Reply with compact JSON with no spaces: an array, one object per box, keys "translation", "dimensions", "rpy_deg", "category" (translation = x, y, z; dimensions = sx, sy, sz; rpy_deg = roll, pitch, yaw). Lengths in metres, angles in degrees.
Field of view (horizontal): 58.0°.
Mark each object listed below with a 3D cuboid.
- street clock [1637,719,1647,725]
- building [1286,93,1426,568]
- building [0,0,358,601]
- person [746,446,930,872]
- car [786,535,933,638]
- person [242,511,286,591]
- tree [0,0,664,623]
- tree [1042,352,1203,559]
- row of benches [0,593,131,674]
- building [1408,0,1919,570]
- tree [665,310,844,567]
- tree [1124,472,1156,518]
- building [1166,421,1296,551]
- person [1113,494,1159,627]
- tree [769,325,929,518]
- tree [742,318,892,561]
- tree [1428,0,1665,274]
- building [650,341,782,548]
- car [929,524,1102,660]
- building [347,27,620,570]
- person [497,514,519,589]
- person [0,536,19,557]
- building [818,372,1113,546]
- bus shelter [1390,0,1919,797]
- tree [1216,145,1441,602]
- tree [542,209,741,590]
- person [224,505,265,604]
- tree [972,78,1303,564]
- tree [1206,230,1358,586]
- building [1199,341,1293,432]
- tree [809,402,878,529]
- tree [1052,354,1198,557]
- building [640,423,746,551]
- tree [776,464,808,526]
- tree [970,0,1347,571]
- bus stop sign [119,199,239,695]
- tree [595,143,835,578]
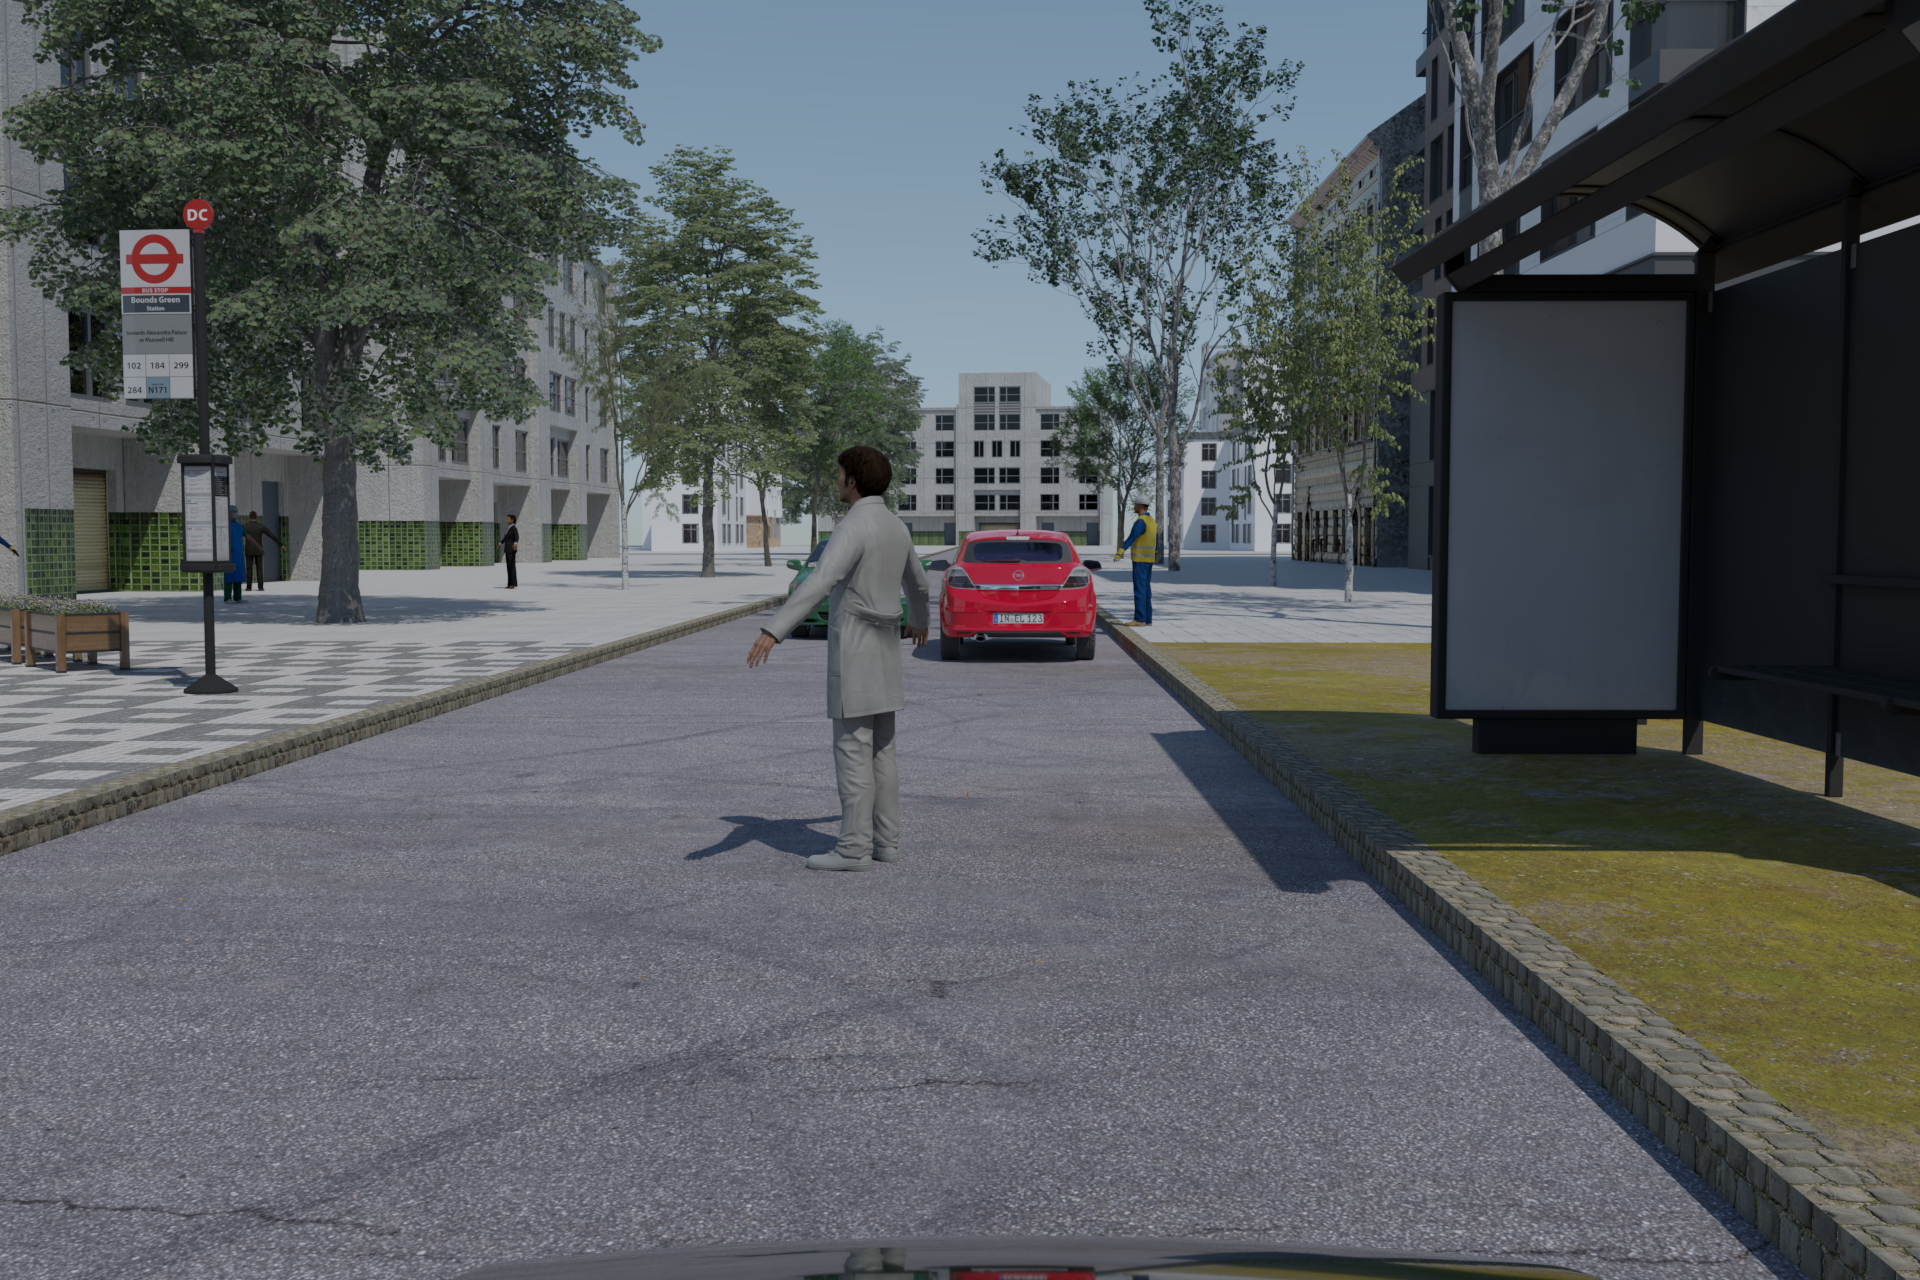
[{"translation":[4.525,-0.434,11.665],"dimensions":[0.358,2.002,0.471],"rpy_deg":[0,4,2],"category":"street clock"},{"translation":[25.289,-14.903,74.587],"dimensions":[19.493,23.208,18.063],"rpy_deg":[0,4,1],"category":"building"},{"translation":[-25.477,-10.097,31.547],"dimensions":[16.747,18.905,31.486],"rpy_deg":[0,4,2],"category":"building"},{"translation":[-0.439,0.071,7.479],"dimensions":[0.705,1.806,1.347],"rpy_deg":[2,4,29],"category":"person"},{"translation":[-1.416,-0.837,25.487],"dimensions":[2.131,1.459,4.920],"rpy_deg":[0,4,1],"category":"car"},{"translation":[-15.896,-2.004,38.992],"dimensions":[1.346,1.802,0.704],"rpy_deg":[-2,4,-24],"category":"person"},{"translation":[-9.106,-7.226,24.799],"dimensions":[9.857,13.997,8.962],"rpy_deg":[0,3,0],"category":"tree"},{"translation":[8.253,-9.453,88.968],"dimensions":[8.767,10.594,7.601],"rpy_deg":[1,4,11],"category":"tree"},{"translation":[-9.342,-0.124,17.485],"dimensions":[1.422,0.672,4.104],"rpy_deg":[-3,5,-43],"category":"row of benches"},{"translation":[26.861,-12.434,47.269],"dimensions":[27.936,21.610,32.646],"rpy_deg":[0,4,1],"category":"building"},{"translation":[-7.869,-8.195,68.399],"dimensions":[7.601,10.594,8.767],"rpy_deg":[2,4,31],"category":"tree"},{"translation":[20.428,-14.920,194.301],"dimensions":[4.737,8.622,4.395],"rpy_deg":[0,3,0],"category":"tree"},{"translation":[22.847,-12.261,142.611],"dimensions":[9.099,9.664,28.070],"rpy_deg":[0,4,1],"category":"building"},{"translation":[2.508,-1.110,24.117],"dimensions":[0.705,1.833,1.349],"rpy_deg":[2,4,29],"category":"person"},{"translation":[-6.644,-12.170,105.637],"dimensions":[9.857,13.997,8.962],"rpy_deg":[0,3,0],"category":"tree"},{"translation":[-6.854,-9.595,82.632],"dimensions":[9.928,11.665,9.643],"rpy_deg":[0,3,0],"category":"tree"},{"translation":[8.100,-10.128,21.487],"dimensions":[12.611,20.169,13.585],"rpy_deg":[0,3,0],"category":"tree"},{"translation":[-23.787,-18.931,165.935],"dimensions":[16.016,20.090,11.380],"rpy_deg":[0,4,2],"category":"building"},{"translation":[0.685,-0.743,21.188],"dimensions":[2.155,1.783,4.494],"rpy_deg":[0,4,1],"category":"car"},{"translation":[-26.971,-12.863,76.763],"dimensions":[16.747,18.905,31.486],"rpy_deg":[0,4,1],"category":"building"},{"translation":[-10.572,-2.066,40.495],"dimensions":[0.721,1.740,1.216],"rpy_deg":[-2,4,-33],"category":"person"},{"translation":[-15.332,-1.268,27.192],"dimensions":[0.721,1.772,1.216],"rpy_deg":[1,4,21],"category":"person"},{"translation":[1.117,-20.077,197.168],"dimensions":[31.486,18.905,16.747],"rpy_deg":[1,4,9],"category":"building"},{"translation":[3.516,-0.833,7.551],"dimensions":[2.014,3.302,5.546],"rpy_deg":[0,4,1],"category":"bus shelter"},{"translation":[7.167,-5.015,32.352],"dimensions":[4.737,8.622,4.395],"rpy_deg":[0,3,0],"category":"tree"},{"translation":[-7.908,-5.465,39.711],"dimensions":[4.360,8.622,3.978],"rpy_deg":[0,3,0],"category":"tree"},{"translation":[-13.361,-1.575,31.885],"dimensions":[0.704,1.817,1.347],"rpy_deg":[1,4,20],"category":"person"},{"translation":[7.180,-13.317,73.621],"dimensions":[12.611,20.169,13.585],"rpy_deg":[0,3,0],"category":"tree"},{"translation":[7.806,-5.652,42.769],"dimensions":[4.737,8.622,4.395],"rpy_deg":[0,3,0],"category":"tree"},{"translation":[28.731,-19.190,170.184],"dimensions":[16.016,20.090,11.380],"rpy_deg":[0,4,1],"category":"building"},{"translation":[-7.041,-8.837,94.844],"dimensions":[4.360,8.622,3.978],"rpy_deg":[0,3,0],"category":"tree"},{"translation":[9.264,-10.562,98.440],"dimensions":[9.928,11.665,9.643],"rpy_deg":[0,3,0],"category":"tree"},{"translation":[-22.281,-12.404,144.951],"dimensions":[9.099,9.664,28.070],"rpy_deg":[0,4,2],"category":"building"},{"translation":[-21.170,-17.821,198.021],"dimensions":[9.857,13.997,8.962],"rpy_deg":[0,3,0],"category":"tree"},{"translation":[6.606,-12.412,58.818],"dimensions":[12.611,20.169,13.585],"rpy_deg":[0,3,0],"category":"tree"},{"translation":[-6.291,-1.543,13.931],"dimensions":[0.855,3.939,0.416],"rpy_deg":[0,4,3],"category":"bus stop sign"},{"translation":[-7.242,-8.139,51.196],"dimensions":[7.486,12.596,7.792],"rpy_deg":[0,3,0],"category":"tree"}]
